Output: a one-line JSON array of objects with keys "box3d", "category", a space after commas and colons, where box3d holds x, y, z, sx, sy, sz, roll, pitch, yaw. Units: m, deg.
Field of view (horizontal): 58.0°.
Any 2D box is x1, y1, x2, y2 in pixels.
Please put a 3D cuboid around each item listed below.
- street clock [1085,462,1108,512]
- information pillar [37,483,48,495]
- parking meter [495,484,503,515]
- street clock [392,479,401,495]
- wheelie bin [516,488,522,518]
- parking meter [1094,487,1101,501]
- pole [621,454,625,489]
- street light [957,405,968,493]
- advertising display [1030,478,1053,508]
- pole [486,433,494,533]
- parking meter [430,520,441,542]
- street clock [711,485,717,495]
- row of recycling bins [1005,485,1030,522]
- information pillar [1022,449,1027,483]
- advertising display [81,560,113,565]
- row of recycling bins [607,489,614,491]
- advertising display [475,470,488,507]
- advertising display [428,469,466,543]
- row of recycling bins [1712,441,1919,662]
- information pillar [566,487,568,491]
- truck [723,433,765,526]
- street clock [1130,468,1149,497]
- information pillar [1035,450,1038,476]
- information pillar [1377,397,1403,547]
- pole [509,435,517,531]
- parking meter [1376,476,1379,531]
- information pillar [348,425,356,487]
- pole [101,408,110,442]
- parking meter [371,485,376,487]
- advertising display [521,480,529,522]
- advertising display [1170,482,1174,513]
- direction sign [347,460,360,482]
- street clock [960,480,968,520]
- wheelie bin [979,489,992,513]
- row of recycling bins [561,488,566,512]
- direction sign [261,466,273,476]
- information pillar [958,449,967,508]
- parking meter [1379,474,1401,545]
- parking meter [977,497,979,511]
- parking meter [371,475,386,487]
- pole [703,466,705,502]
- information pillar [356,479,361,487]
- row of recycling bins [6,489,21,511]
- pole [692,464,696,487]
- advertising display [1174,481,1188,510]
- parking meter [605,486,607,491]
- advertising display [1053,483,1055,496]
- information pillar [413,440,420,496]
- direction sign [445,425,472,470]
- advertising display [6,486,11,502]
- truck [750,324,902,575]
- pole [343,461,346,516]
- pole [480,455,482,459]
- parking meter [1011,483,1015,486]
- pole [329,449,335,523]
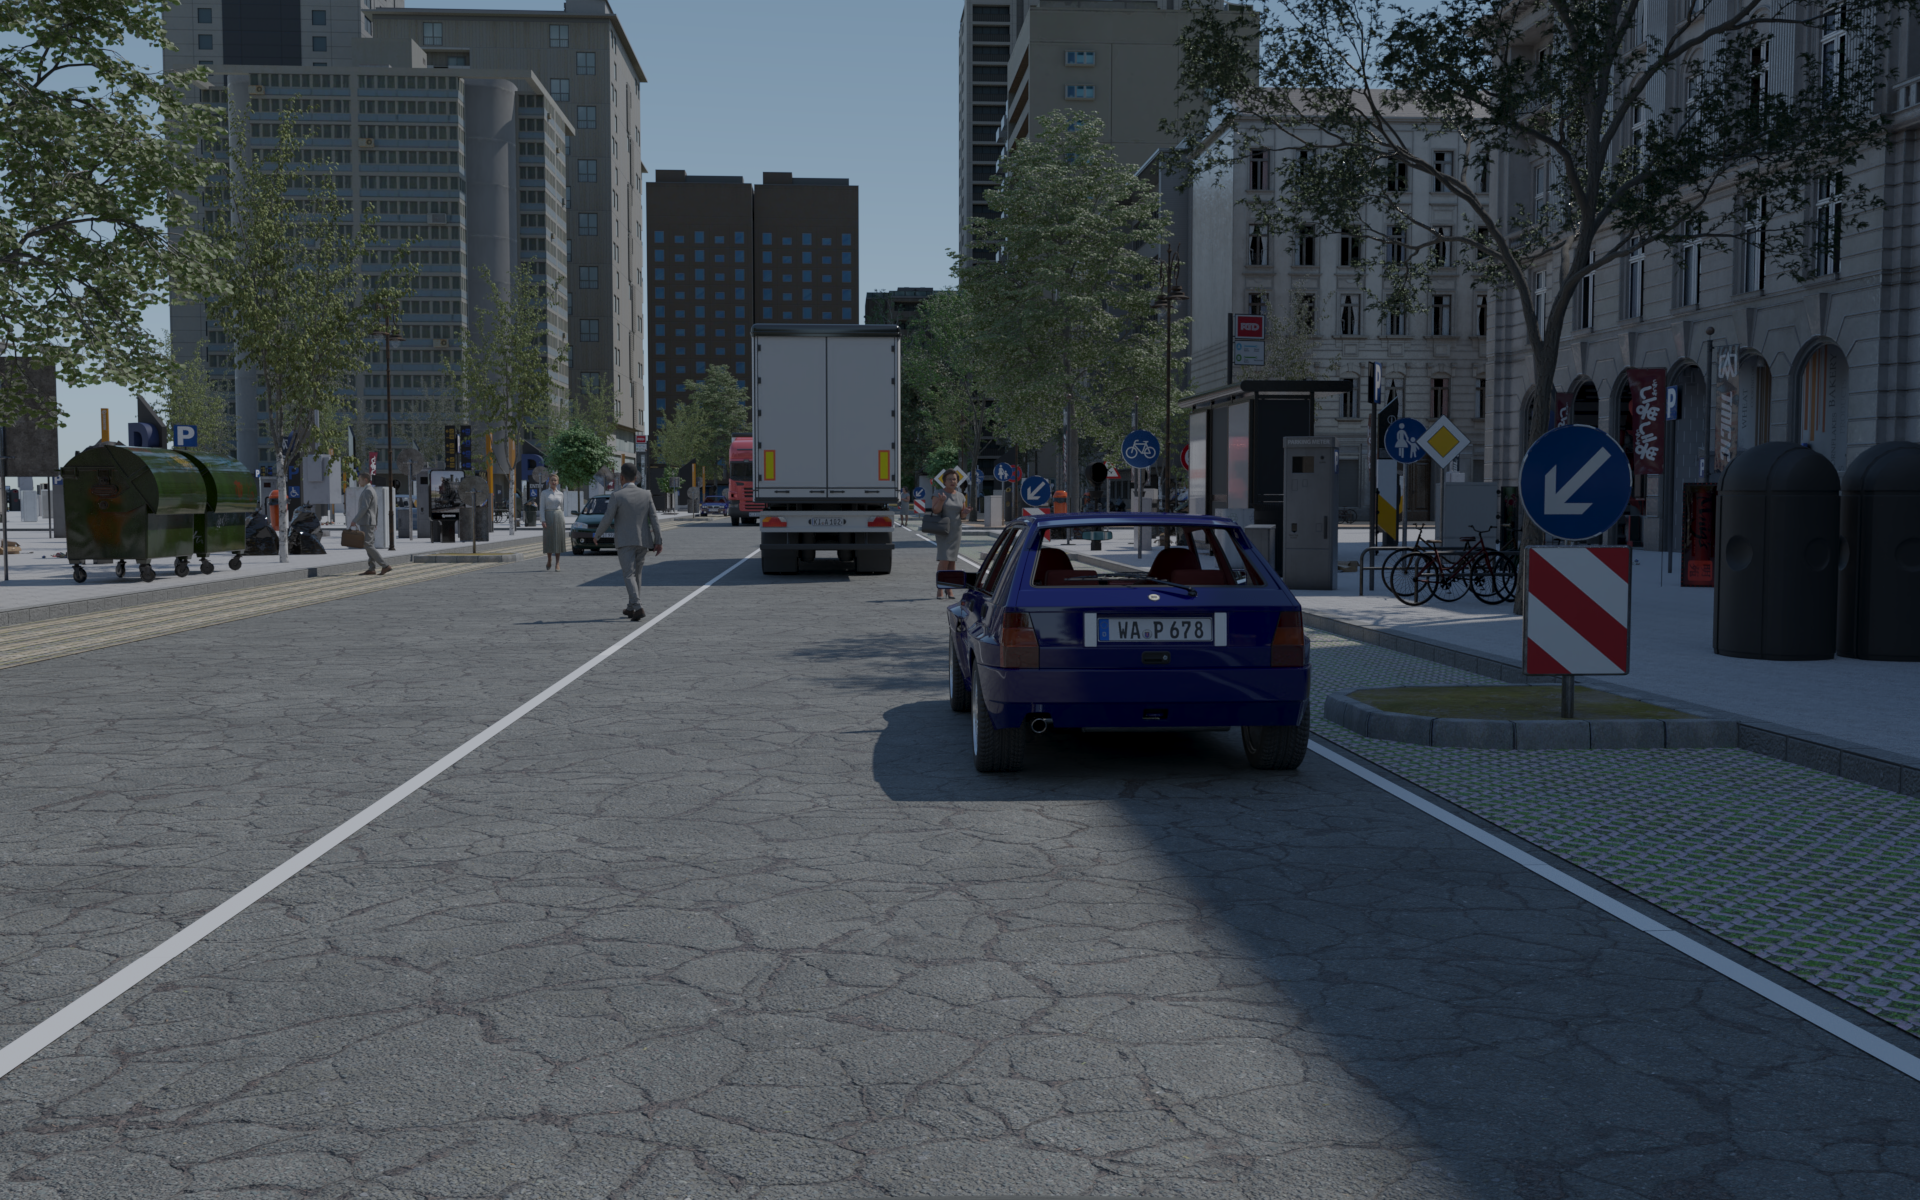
[{"box3d": [3.085, -2.118, 39.206, 0.471, 2.002, 0.358, -2, 4, -24], "category": "street clock"}, {"box3d": [-63.204, -7.025, 119.348, 0.304, 2.012, 0.304, -2, 4, -32], "category": "information pillar"}, {"box3d": [-26.891, -5.826, 100.965, 0.399, 1.863, 0.255, -3, 5, -41], "category": "parking meter"}, {"box3d": [-27.842, -4.953, 85.551, 0.471, 2.002, 0.358, -1, 4, -12], "category": "street clock"}, {"box3d": [-23.290, -5.089, 91.109, 0.693, 1.594, 0.980, -1, 4, -10], "category": "wheelie bin"}, {"box3d": [9.037, -6.602, 113.658, 0.399, 1.863, 0.255, 2, 4, 29], "category": "parking meter"}, {"box3d": [-17.071, -5.747, 87.813, 0.158, 3.312, 0.155, 0, 3, 0], "category": "pole"}, {"box3d": [0.117, -7.026, 87.656, 0.468, 5.910, 1.993, 0, 4, -4], "category": "street light"}, {"box3d": [3.246, -3.959, 69.936, 0.974, 1.923, 0.123, 3, 5, 41], "category": "advertising display"}, {"box3d": [-15.618, -3.895, 57.522, 0.158, 3.312, 0.155, 0, 3, 0], "category": "pole"}, {"box3d": [-13.996, -2.487, 46.368, 0.399, 1.863, 0.255, 3, 4, 38], "category": "parking meter"}, {"box3d": [-20.098, -8.374, 141.476, 0.358, 2.002, 0.471, 2, 4, 29], "category": "street clock"}, {"box3d": [2.820, -4.440, 79.713, 1.069, 1.692, 3.534, -1, 4, -10], "category": "row of recycling bins"}, {"box3d": [3.327, -5.996, 89.382, 0.183, 3.616, 0.504, -1, 4, -21], "category": "information pillar"}, {"box3d": [-15.721, -1.621, 31.725, 0.123, 1.923, 0.974, 1, 4, 21], "category": "advertising display"}, {"box3d": [-26.037, -7.514, 129.969, 3.534, 1.692, 1.069, 3, 4, 36], "category": "row of recycling bins"}, {"box3d": [-12.928, -2.545, 46.825, 0.123, 1.923, 0.974, 0, 4, -2], "category": "advertising display"}, {"box3d": [-13.434, -2.457, 45.381, 0.974, 1.923, 0.123, -3, 5, -39], "category": "advertising display"}, {"box3d": [7.797, -0.395, 13.578, 3.534, 1.692, 1.069, 0, 4, 2], "category": "row of recycling bins"}, {"box3d": [-24.904, -7.236, 109.669, 0.183, 3.616, 0.504, -1, 4, -17], "category": "information pillar"}, {"box3d": [-9.291, -5.653, 81.337, 2.839, 4.237, 11.283, 0, 4, -3], "category": "truck"}, {"box3d": [4.789, -2.547, 46.214, 0.471, 2.002, 0.358, 1, 4, 14], "category": "street clock"}, {"box3d": [4.105, -6.226, 93.145, 0.183, 3.616, 0.504, 1, 4, 9], "category": "information pillar"}, {"box3d": [10.275, -3.075, 41.639, 0.504, 3.616, 0.183, 0, 4, -7], "category": "information pillar"}, {"box3d": [-15.319, -4.003, 59.292, 0.158, 3.312, 0.155, 0, 3, 0], "category": "pole"}, {"box3d": [13.850, -3.159, 57.368, 0.399, 1.863, 0.255, -2, 4, -29], "category": "parking meter"}, {"box3d": [-20.638, -4.128, 58.854, 0.183, 3.616, 0.504, -3, 4, -36], "category": "information pillar"}, {"box3d": [-20.277, -2.894, 41.157, 0.158, 3.312, 0.155, 0, 3, 0], "category": "pole"}, {"box3d": [-15.642, -2.288, 45.823, 0.372, 1.533, 0.369, 0, 3, 0], "category": "parking meter"}, {"box3d": [-19.908, -4.534, 79.348, 0.123, 1.923, 0.974, -2, 4, -28], "category": "advertising display"}, {"box3d": [11.367, -5.383, 93.232, 0.123, 1.923, 0.974, 2, 4, 30], "category": "advertising display"}, {"box3d": [-40.384, -7.547, 115.384, 0.876, 3.537, 0.379, 1, 4, 9], "category": "direction sign"}, {"box3d": [0.170, -4.944, 85.402, 0.358, 2.002, 0.471, 2, 4, 28], "category": "street clock"}, {"box3d": [1.699, -6.685, 117.215, 0.980, 1.594, 0.693, -3, 4, -38], "category": "wheelie bin"}, {"box3d": [-29.607, -7.447, 128.875, 1.069, 1.692, 3.534, -1, 4, -11], "category": "row of recycling bins"}, {"box3d": [-55.699, -9.003, 139.196, 0.876, 3.537, 0.379, -1, 4, -18], "category": "direction sign"}, {"box3d": [0.130, -6.004, 89.521, 0.504, 3.616, 0.183, -1, 4, -18], "category": "information pillar"}, {"box3d": [10.791, -2.299, 43.306, 0.399, 1.863, 0.255, 0, 4, -5], "category": "parking meter"}, {"box3d": [1.290, -7.571, 129.496, 0.399, 1.863, 0.255, -1, 4, -18], "category": "parking meter"}, {"box3d": [-17.431, -2.832, 52.018, 0.399, 1.863, 0.255, -3, 4, -38], "category": "parking meter"}, {"box3d": [-18.878, -8.182, 127.617, 0.158, 3.312, 0.155, 0, 3, 0], "category": "pole"}, {"box3d": [-27.278, -4.545, 78.810, 0.304, 2.012, 0.304, 2, 4, 35], "category": "information pillar"}, {"box3d": [-71.151, -7.481, 129.430, 1.069, 1.692, 3.534, 3, 5, 41], "category": "row of recycling bins"}, {"box3d": [-17.915, -7.512, 116.669, 0.158, 3.312, 0.155, 0, 3, 0], "category": "pole"}, {"box3d": [11.277, -5.009, 87.108, 0.123, 1.923, 0.974, -3, 5, -40], "category": "advertising display"}, {"box3d": [-22.100, -6.228, 107.543, 0.399, 1.863, 0.255, 3, 5, 40], "category": "parking meter"}, {"box3d": [4.955, -5.709, 98.559, 0.974, 1.923, 0.123, -2, 4, -32], "category": "advertising display"}, {"box3d": [-23.412, -5.094, 74.634, 0.183, 3.616, 0.504, -3, 5, -45], "category": "information pillar"}, {"box3d": [-16.512, -3.979, 57.058, 0.876, 3.537, 0.379, 0, 4, 3], "category": "direction sign"}, {"box3d": [-73.006, -7.766, 132.193, 0.974, 1.923, 0.123, -2, 4, -34], "category": "advertising display"}, {"box3d": [-2.652, -2.770, 34.196, 2.839, 4.237, 11.283, 0, 4, -5], "category": "truck"}, {"box3d": [-36.123, -6.597, 101.710, 0.158, 3.312, 0.155, 0, 3, 0], "category": "pole"}, {"box3d": [-25.124, -5.929, 90.783, 0.158, 3.312, 0.155, 0, 3, 0], "category": "pole"}, {"box3d": [2.856, -5.280, 92.045, 0.255, 1.863, 0.399, 0, 4, 0], "category": "parking meter"}, {"box3d": [-28.308, -5.150, 78.042, 0.158, 3.312, 0.155, 0, 3, 0], "category": "pole"}]
